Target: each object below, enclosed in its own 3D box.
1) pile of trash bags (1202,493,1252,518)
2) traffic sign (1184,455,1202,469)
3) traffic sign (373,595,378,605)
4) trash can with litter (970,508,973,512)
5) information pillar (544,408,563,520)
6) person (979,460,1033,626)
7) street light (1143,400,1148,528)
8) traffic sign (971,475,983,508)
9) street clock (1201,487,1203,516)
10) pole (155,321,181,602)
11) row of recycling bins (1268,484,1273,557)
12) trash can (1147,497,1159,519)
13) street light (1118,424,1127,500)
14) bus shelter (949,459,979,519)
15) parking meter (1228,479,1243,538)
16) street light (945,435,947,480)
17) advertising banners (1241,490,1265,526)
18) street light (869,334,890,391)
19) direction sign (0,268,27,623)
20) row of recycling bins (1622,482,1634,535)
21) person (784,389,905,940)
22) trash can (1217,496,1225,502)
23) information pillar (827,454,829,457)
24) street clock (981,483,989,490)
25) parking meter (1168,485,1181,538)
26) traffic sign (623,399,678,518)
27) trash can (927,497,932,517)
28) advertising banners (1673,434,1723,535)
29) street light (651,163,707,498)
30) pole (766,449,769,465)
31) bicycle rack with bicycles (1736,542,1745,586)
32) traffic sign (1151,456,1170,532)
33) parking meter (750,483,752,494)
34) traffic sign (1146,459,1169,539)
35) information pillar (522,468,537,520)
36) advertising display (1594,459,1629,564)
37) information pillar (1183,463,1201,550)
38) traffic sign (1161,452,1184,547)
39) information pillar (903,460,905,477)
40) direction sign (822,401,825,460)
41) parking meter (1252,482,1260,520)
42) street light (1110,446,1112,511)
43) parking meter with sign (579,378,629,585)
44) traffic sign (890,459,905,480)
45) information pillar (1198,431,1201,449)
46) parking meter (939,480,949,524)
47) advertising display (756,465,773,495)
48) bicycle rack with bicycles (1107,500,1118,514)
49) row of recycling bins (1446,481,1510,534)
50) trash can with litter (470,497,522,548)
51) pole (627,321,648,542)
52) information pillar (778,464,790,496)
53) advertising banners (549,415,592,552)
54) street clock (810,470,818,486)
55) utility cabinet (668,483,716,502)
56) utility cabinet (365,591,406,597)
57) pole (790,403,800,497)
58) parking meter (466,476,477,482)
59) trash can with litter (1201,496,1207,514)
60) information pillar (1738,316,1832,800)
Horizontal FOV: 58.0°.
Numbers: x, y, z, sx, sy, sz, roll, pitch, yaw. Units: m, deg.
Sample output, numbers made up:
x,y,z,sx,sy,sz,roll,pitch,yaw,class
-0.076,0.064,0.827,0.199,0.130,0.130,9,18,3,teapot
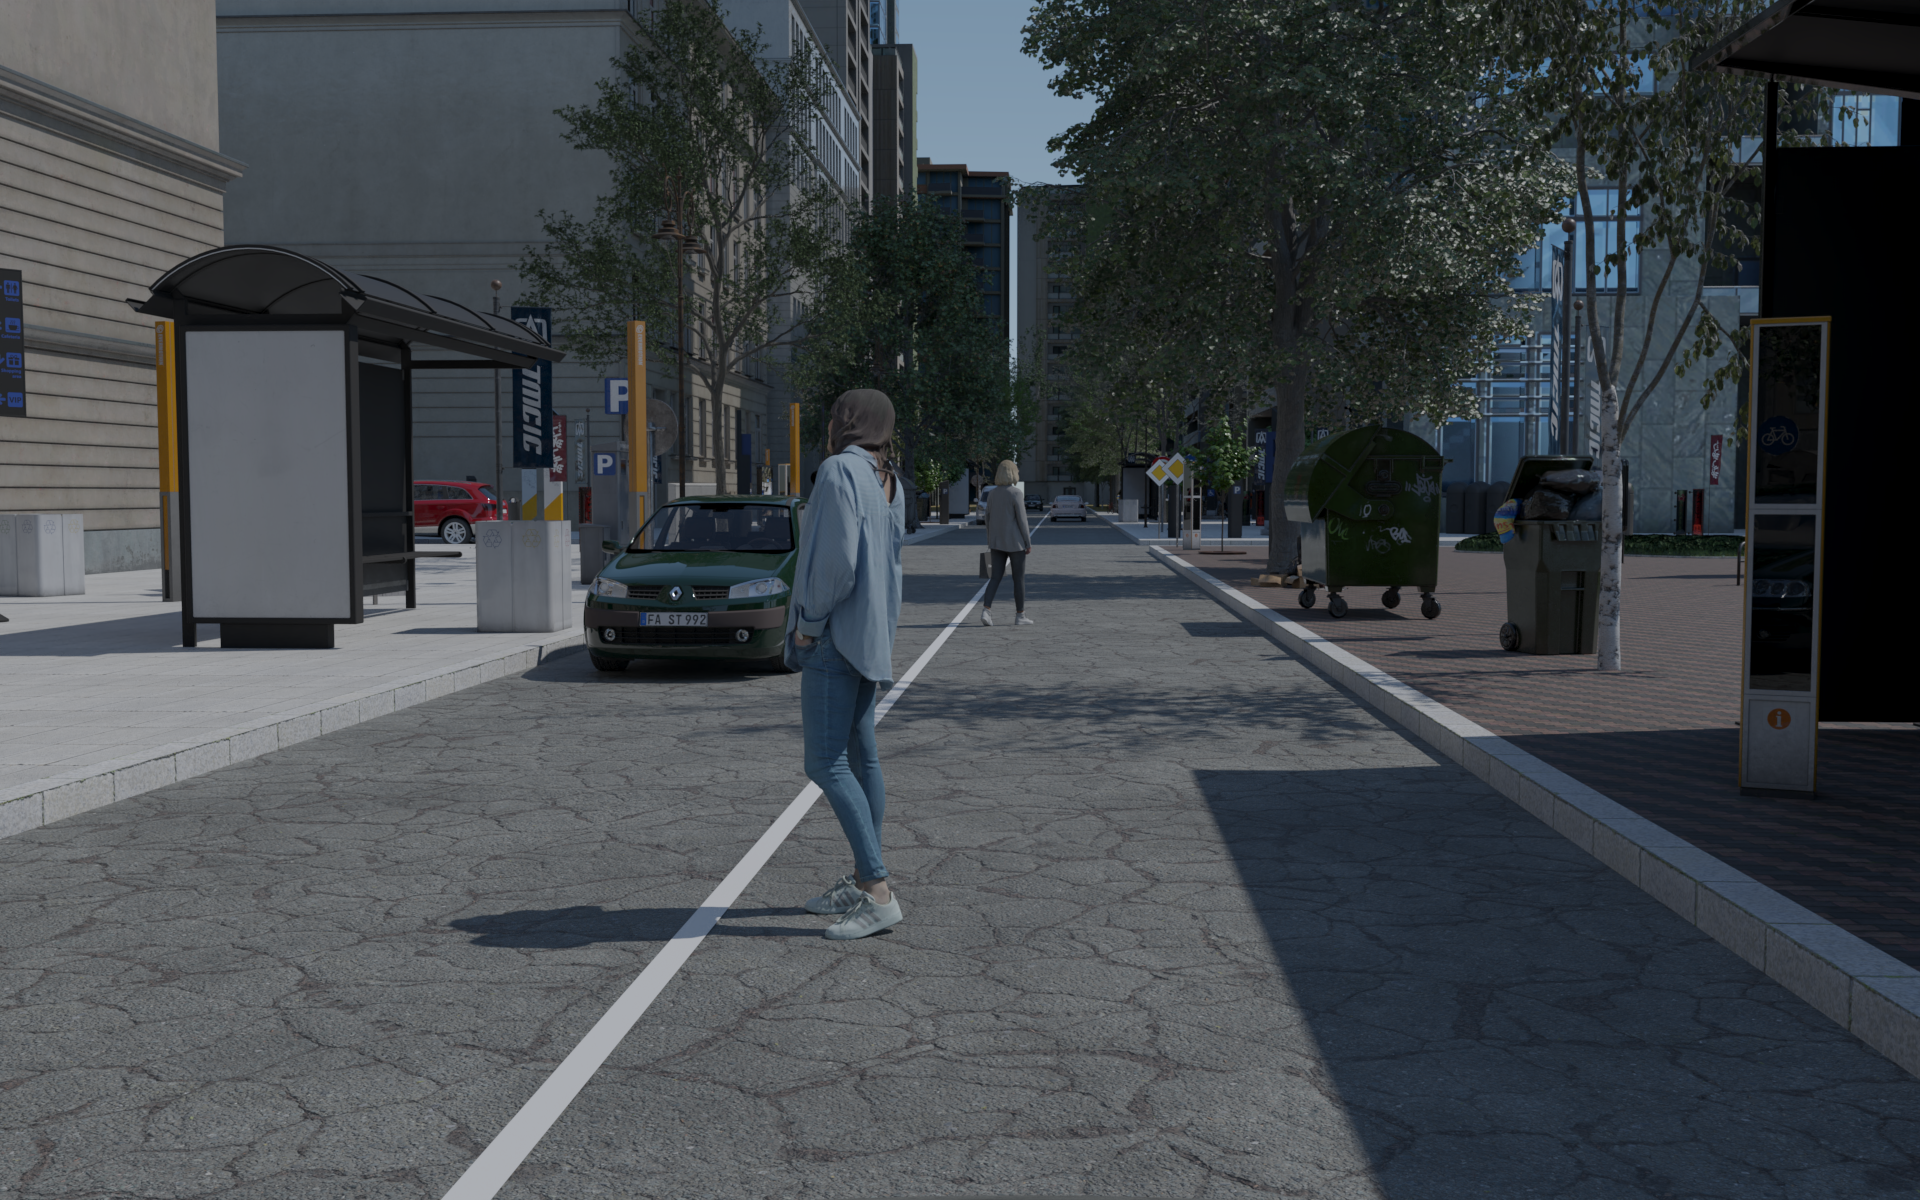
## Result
x,y,z,sx,sy,sz,roll,pitch,yaw,class
14.587,-5.117,93.422,1.912,1.369,3.447,-2,4,-32,pile of trash bags
7.336,-3.318,54.351,0.768,2.556,0.104,1,4,10,traffic sign
-6.771,-1.093,19.993,0.606,2.300,0.079,0,4,5,traffic sign
0.342,-6.784,122.313,1.055,1.170,0.624,-1,4,-19,trash can with litter
-10.203,-3.181,43.366,0.504,3.616,0.183,1,4,15,information pillar
0.444,-0.625,18.894,0.709,1.800,0.728,3,5,42,person
7.092,-5.701,65.997,0.468,5.910,1.993,0,4,3,street light
1.124,-6.983,114.285,0.768,2.556,0.104,0,4,5,traffic sign
14.057,-5.913,101.241,0.358,2.002,0.471,0,4,5,street clock
-9.393,-1.634,20.553,0.158,3.312,0.155,0,3,0,pole
6.737,-1.549,32.447,1.069,1.692,3.534,-1,4,-10,row of recycling bins
10.001,-4.791,89.980,0.748,1.137,0.748,0,3,0,trash can
8.841,-7.447,94.548,0.468,5.910,1.993,0,4,3,street light
-0.122,-6.046,92.783,2.014,3.302,5.546,0,4,4,bus shelter
8.026,-2.736,50.450,0.399,1.863,0.255,-1,4,-17,parking meter
-0.641,-6.493,78.941,0.468,5.910,1.993,0,4,3,street light
11.992,-4.458,69.074,0.090,3.025,2.074,-3,5,-44,advertising banners
-2.340,-4.735,50.200,0.468,5.910,1.993,0,4,3,street light
-9.737,-1.544,17.240,0.379,3.537,0.876,3,4,36,direction sign
18.526,-2.657,50.561,3.534,1.692,1.069,-3,5,-42,row of recycling bins
-0.354,0.179,5.837,0.793,1.790,0.793,-1,4,-17,person
17.489,-6.402,116.328,0.748,1.137,0.748,0,3,0,trash can
-6.466,-5.714,84.773,0.183,3.616,0.504,0,4,-5,information pillar
1.588,-6.455,110.103,0.471,2.002,0.358,-2,4,-35,street clock
6.271,-2.585,50.674,0.372,1.533,0.369,0,3,0,parking meter
-4.143,-1.411,23.174,0.768,2.556,0.104,1,4,11,traffic sign
-1.928,-5.259,97.643,0.748,1.137,0.748,0,3,0,trash can
22.047,-3.397,51.729,0.090,3.025,2.074,-1,4,-14,advertising banners
-3.966,-3.172,24.643,0.468,5.910,1.993,0,4,3,street light
-8.745,-5.193,78.750,0.158,3.312,0.155,0,3,0,pole
12.320,-0.647,23.962,2.925,0.926,2.852,-2,4,-34,bicycle rack with bicycles
6.791,-3.547,58.096,0.768,2.556,0.104,0,4,4,traffic sign
-8.951,-4.114,72.977,0.255,1.863,0.399,2,4,25,parking meter
5.698,-2.806,49.522,0.795,2.450,0.064,0,4,3,traffic sign
-14.370,-4.058,57.700,0.504,3.616,0.183,-1,4,-18,information pillar
12.143,-1.660,32.354,0.123,1.923,0.974,-1,4,-12,advertising display
5.317,-2.153,39.693,0.304,2.012,0.304,-3,4,-37,information pillar
5.215,-2.319,41.552,0.795,2.450,0.064,0,4,3,traffic sign
-3.066,-6.651,100.095,0.504,3.616,0.183,0,4,8,information pillar
-3.371,-3.104,42.744,0.379,3.537,0.876,0,4,-8,direction sign
14.790,-4.945,86.568,0.255,1.863,0.399,-1,4,-20,parking meter
10.736,-9.215,123.452,0.468,5.910,1.993,0,4,3,street light
-5.109,-1.772,25.228,0.543,3.016,1.738,0,4,4,parking meter with sign
-1.981,-2.836,50.007,0.795,2.450,0.064,0,4,3,traffic sign
8.860,-4.457,64.222,0.183,3.616,0.504,1,4,9,information pillar
-0.683,-4.129,73.219,0.399,1.863,0.255,-1,4,-21,parking meter
-4.325,-2.032,38.445,0.123,1.923,0.974,1,4,9,advertising display
10.795,-6.005,111.557,2.852,0.926,2.925,0,4,-5,bicycle rack with bicycles
16.850,-2.920,54.855,1.069,1.692,3.534,-2,4,-33,row of recycling bins
-10.432,-1.816,40.755,1.678,1.210,2.233,-3,4,-37,trash can with litter
-3.822,-1.633,20.539,0.158,3.312,0.155,0,3,0,pole
-4.220,-2.312,42.300,0.304,2.012,0.304,-3,5,-43,information pillar
-8.161,-2.576,38.298,2.074,3.025,0.090,0,4,-3,advertising banners
-4.336,-2.976,53.224,0.471,2.002,0.358,1,4,14,street clock
-5.313,-1.613,35.057,1.173,1.500,0.318,-3,5,-41,utility cabinet
-7.403,-0.645,21.703,1.020,1.237,0.306,-2,4,-32,utility cabinet
-3.714,-2.759,38.957,0.158,3.312,0.155,0,3,0,pole
-15.476,-3.009,54.904,0.255,1.863,0.399,-2,4,-28,parking meter
14.641,-5.551,102.146,0.624,1.170,1.055,-1,4,-18,trash can with litter
3.507,-0.176,7.376,0.304,2.012,0.304,2,4,25,information pillar
